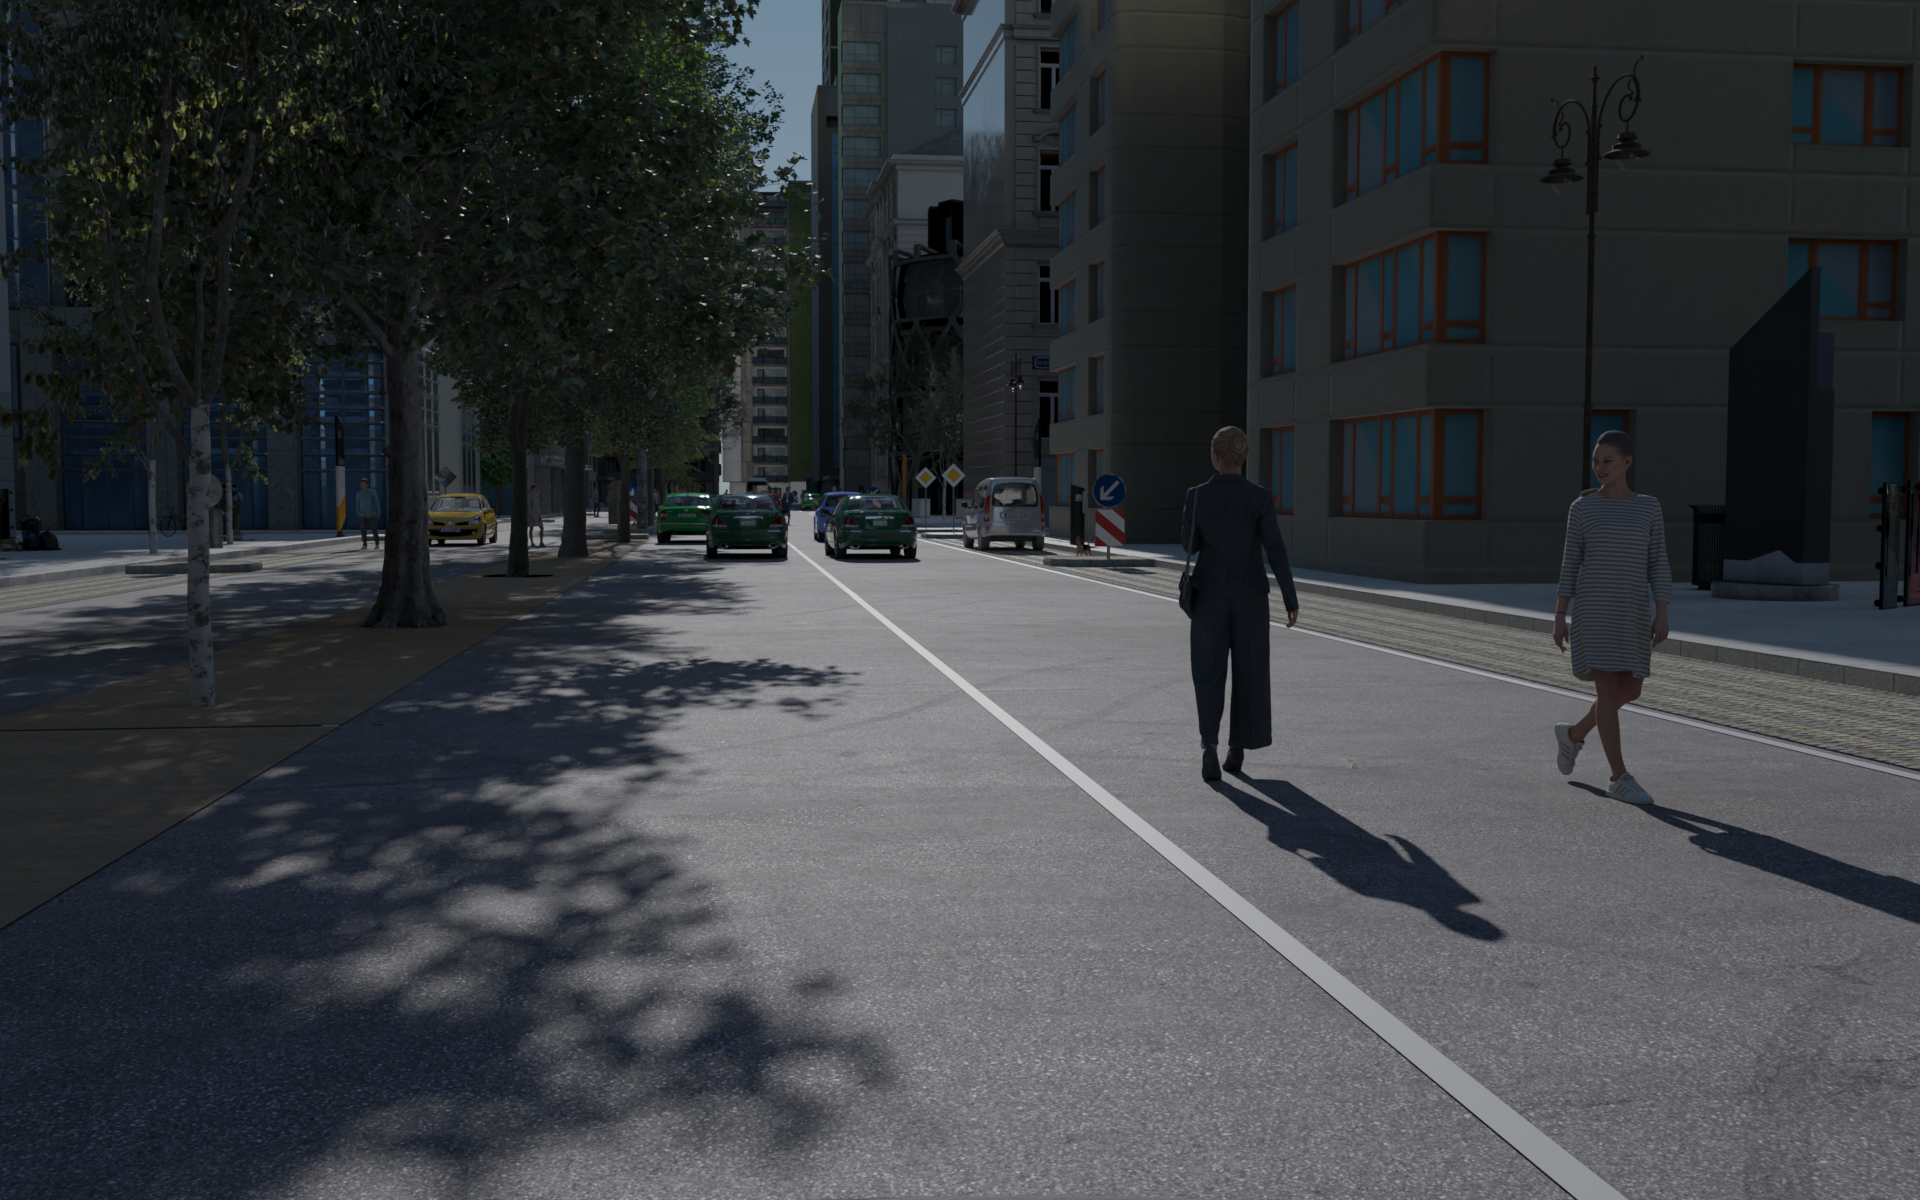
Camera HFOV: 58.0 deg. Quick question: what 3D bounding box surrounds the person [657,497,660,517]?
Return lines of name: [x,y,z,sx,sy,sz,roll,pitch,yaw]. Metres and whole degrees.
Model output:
person: [-18.840,-5.829,108.476,0.373,1.253,0.362,0,4,-5]

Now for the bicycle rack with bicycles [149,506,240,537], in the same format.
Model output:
bicycle rack with bicycles: [-22.873,-2.379,52.279,2.852,0.926,2.925,1,4,15]

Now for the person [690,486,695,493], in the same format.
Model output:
person: [-11.287,-3.943,73.243,0.678,1.792,0.850,-2,4,-28]

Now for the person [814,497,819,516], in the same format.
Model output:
person: [-9.383,-6.105,112.997,0.332,1.250,0.352,0,4,5]

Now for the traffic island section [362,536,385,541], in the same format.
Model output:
traffic island section: [-17.328,-1.941,54.021,2.009,0.180,2.903,0,4,-8]

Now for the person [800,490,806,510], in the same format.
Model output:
person: [-14.173,-9.068,156.758,0.705,1.824,1.348,2,4,23]

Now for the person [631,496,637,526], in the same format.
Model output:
person: [-14.606,-4.251,78.102,0.616,1.811,0.778,-2,4,-32]

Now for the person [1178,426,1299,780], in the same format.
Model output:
person: [1.393,0.009,8.773,0.576,1.772,0.534,0,4,-6]

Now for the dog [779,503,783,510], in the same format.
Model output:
dog: [-13.121,-6.610,124.904,0.800,0.831,0.513,0,4,1]

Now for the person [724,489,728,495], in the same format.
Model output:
person: [-19.321,-8.296,144.013,0.599,1.838,0.709,1,4,23]

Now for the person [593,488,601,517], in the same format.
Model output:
person: [-22.314,-5.975,106.375,0.473,1.802,0.592,2,4,25]

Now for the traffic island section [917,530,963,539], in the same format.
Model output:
traffic island section: [-0.189,-2.081,56.311,2.009,0.180,2.903,0,4,-8]

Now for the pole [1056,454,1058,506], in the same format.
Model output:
pole: [3.661,-4.307,64.255,0.158,3.312,0.155,0,3,0]

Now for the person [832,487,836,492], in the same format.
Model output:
person: [-5.789,-4.322,79.588,0.576,1.772,0.534,0,4,3]

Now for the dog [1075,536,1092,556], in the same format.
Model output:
dog: [2.706,-1.134,37.825,0.406,0.507,0.540,0,4,-2]

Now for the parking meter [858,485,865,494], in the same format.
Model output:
parking meter: [-6.552,-6.705,115.336,0.399,1.863,0.255,-1,4,-18]

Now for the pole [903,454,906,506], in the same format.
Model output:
pole: [-2.863,-5.816,88.941,0.158,3.312,0.155,0,3,0]

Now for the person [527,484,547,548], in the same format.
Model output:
person: [-11.379,-2.251,46.304,0.522,1.701,0.512,1,4,20]

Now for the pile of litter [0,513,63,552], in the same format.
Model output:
pile of litter: [-21.161,-1.539,39.125,1.719,0.858,1.176,-3,5,-42]

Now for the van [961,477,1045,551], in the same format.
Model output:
van: [1.102,-2.325,45.030,2.013,2.044,4.112,0,4,-8]

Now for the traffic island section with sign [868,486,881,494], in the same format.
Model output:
traffic island section with sign: [-4.541,-4.896,88.676,1.989,1.847,2.006,0,4,-8]

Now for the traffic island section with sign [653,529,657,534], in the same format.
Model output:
traffic island section with sign: [-11.902,-3.322,62.457,2.006,1.907,1.989,0,4,-8]

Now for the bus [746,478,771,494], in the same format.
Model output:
bus: [-23.951,-12.866,205.223,2.948,3.499,13.247,0,4,-6]

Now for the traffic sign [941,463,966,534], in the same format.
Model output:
traffic sign: [-0.212,-3.216,56.231,0.795,2.450,0.064,0,4,-8]

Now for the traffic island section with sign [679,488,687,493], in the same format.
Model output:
traffic island section with sign: [-21.923,-7.877,136.927,2.006,1.907,1.989,0,4,-8]

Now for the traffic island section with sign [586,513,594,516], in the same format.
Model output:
traffic island section with sign: [-25.062,-6.442,113.954,1.989,1.847,2.006,0,4,-8]

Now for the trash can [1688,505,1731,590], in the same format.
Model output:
trash can: [10.144,-0.707,23.206,0.748,1.137,0.748,0,3,0]

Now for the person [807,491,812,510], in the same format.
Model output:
person: [-13.847,-9.088,158.026,0.436,1.711,0.756,-3,4,-38]

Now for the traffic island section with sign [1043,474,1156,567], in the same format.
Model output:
traffic island section with sign: [2.723,-1.596,34.721,1.989,1.847,2.006,0,4,-8]

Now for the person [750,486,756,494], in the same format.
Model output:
person: [-9.637,-4.439,81.180,0.767,1.812,0.694,1,4,17]

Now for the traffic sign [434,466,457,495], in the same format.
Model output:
traffic sign: [-18.369,-3.562,61.876,0.795,2.450,0.064,0,4,-8]

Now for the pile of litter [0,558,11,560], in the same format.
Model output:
pile of litter: [-19.385,-1.198,33.558,1.719,0.858,1.176,-1,4,-21]

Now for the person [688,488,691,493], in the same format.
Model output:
person: [-15.577,-5.565,99.827,0.374,1.781,0.599,2,4,28]

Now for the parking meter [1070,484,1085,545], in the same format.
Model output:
parking meter: [2.970,-2.165,43.816,0.372,1.533,0.369,0,3,0]

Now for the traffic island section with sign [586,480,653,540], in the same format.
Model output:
traffic island section with sign: [-10.924,-2.873,55.115,2.006,1.907,1.989,0,4,-8]

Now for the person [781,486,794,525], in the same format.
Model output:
person: [-8.143,-4.451,81.464,0.721,1.800,0.419,1,4,12]

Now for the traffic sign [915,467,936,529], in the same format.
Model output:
traffic sign: [-1.276,-3.700,64.145,0.795,2.450,0.064,0,4,-8]

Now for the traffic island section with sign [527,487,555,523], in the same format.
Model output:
traffic island section with sign: [-21.471,-4.808,87.238,1.989,1.847,2.006,0,4,-8]

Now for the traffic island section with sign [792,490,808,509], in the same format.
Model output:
traffic island section with sign: [-14.857,-9.589,165.411,1.989,1.847,2.006,0,4,-8]

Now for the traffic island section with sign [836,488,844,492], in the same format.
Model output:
traffic island section with sign: [-8.126,-6.530,115.393,1.989,1.847,2.006,0,4,-8]

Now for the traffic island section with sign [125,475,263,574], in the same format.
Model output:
traffic island section with sign: [-14.032,-1.425,31.920,1.989,1.847,2.006,0,4,-8]

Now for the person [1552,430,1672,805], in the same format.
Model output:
person: [3.078,0.059,8.292,0.466,1.731,0.760,-1,4,-20]

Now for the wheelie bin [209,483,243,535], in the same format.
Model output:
wheelie bin: [-20.825,-2.525,49.194,0.693,1.594,0.980,3,5,42]

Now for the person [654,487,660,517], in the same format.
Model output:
person: [-18.884,-6.031,106.960,0.661,1.843,0.795,-2,4,-27]

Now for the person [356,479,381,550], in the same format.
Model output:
person: [-15.229,-2.210,44.652,0.660,1.820,0.620,0,4,2]

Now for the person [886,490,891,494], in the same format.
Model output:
person: [-2.908,-3.643,69.871,0.330,1.601,0.589,-1,4,-16]

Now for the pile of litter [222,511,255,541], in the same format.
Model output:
pile of litter: [-20.224,-2.053,47.538,1.719,0.858,1.176,-2,4,-29]

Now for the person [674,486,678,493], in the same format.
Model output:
person: [-10.778,-3.392,64.638,0.598,1.740,0.731,1,4,22]
